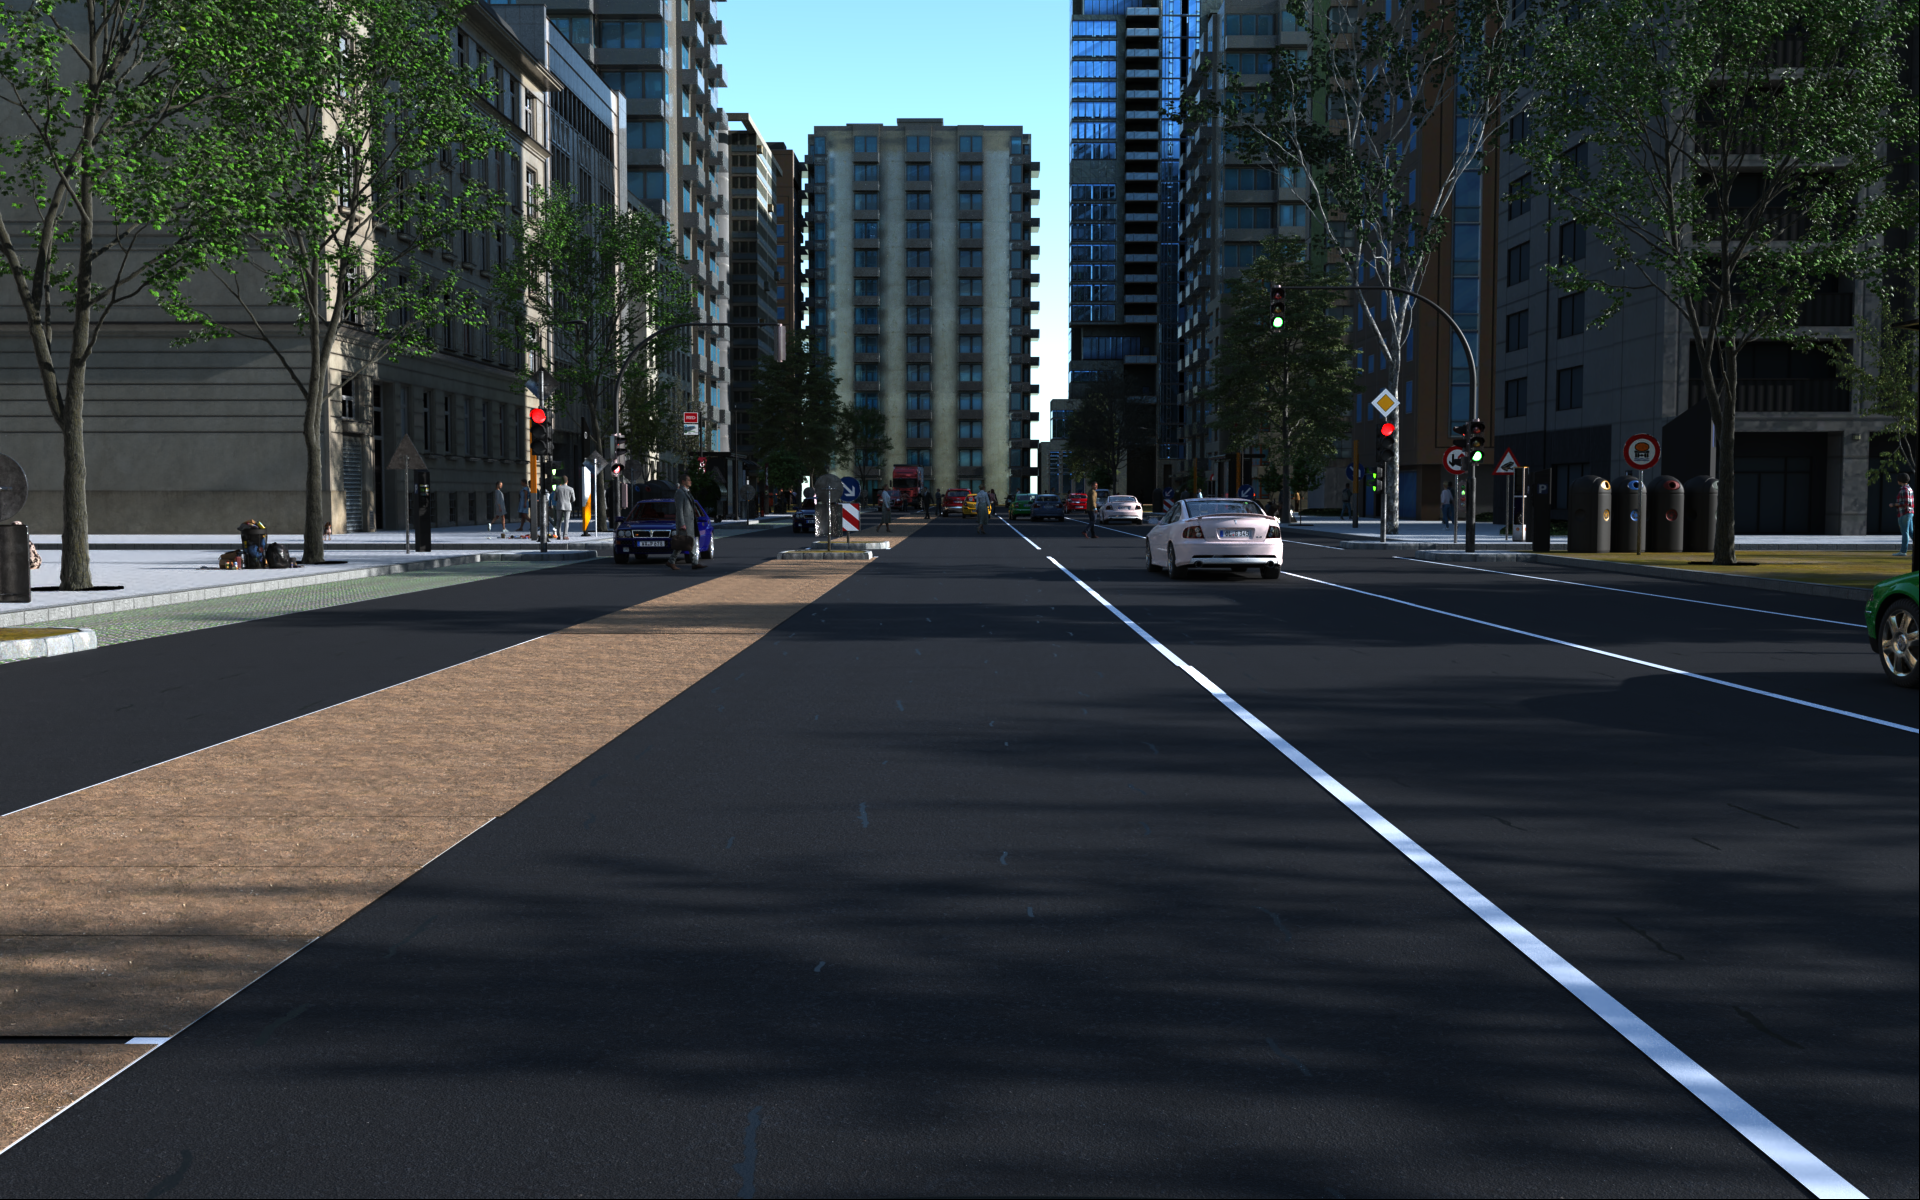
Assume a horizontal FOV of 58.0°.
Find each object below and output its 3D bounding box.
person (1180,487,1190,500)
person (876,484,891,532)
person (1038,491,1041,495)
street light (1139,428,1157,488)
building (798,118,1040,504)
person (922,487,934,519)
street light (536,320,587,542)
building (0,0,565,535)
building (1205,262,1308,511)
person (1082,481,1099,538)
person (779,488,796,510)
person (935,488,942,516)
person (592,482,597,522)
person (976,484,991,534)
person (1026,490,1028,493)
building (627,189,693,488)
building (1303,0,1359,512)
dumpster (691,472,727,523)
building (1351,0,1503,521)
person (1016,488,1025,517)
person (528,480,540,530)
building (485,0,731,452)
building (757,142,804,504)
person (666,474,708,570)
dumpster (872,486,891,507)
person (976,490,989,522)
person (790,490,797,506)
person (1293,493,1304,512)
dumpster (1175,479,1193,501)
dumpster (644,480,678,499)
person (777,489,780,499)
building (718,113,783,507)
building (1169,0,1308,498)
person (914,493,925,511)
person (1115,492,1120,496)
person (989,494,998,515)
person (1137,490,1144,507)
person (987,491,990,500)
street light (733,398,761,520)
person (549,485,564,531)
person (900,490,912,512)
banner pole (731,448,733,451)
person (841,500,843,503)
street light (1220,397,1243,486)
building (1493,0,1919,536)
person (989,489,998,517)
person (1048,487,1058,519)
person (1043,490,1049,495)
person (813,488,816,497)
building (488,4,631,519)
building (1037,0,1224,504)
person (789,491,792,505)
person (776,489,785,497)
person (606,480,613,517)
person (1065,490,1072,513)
[{"bbox_3d":[11.908,-5.094,91.971,0.592,1.802,0.473,0,4,-5],"label":"person"},{"bbox_3d":[-2.823,-3.410,64.475,0.641,1.798,0.478,1,4,19],"label":"person"},{"bbox_3d":[7.751,-9.850,170.263,1.217,1.735,0.721,1,4,14],"label":"person"},{"bbox_3d":[13.190,-9.087,121.121,1.470,5.913,1.316,0,4,0],"label":"street light"},{"bbox_3d":[-5.143,-36.934,223.486,30.456,49.044,23.786,0,4,0],"label":"building"},{"bbox_3d":[-1.914,-5.511,98.387,0.659,1.850,0.755,3,4,37],"label":"person"},{"bbox_3d":[-10.646,-4.513,46.324,1.470,5.913,1.316,0,4,0],"label":"street light"},{"bbox_3d":[-27.033,-14.375,68.323,16.112,22.955,30.059,0,4,0],"label":"building"},{"bbox_3d":[36.226,-18.267,143.699,27.650,21.520,28.899,0,4,0],"label":"building"},{"bbox_3d":[4.270,-2.917,56.099,0.836,1.842,0.656,-3,5,-44],"label":"person"},{"bbox_3d":[-13.509,-7.925,135.249,1.348,1.869,0.705,0,4,-7],"label":"person"},{"bbox_3d":[-1.329,-6.408,113.440,0.590,1.801,0.661,1,4,23],"label":"person"},{"bbox_3d":[-16.376,-4.421,78.338,0.620,1.820,0.660,0,4,0],"label":"person"},{"bbox_3d":[0.785,-3.280,62.348,0.478,1.798,0.641,3,5,41],"label":"person"},{"bbox_3d":[6.087,-9.125,157.696,1.348,1.824,0.705,-2,4,-28],"label":"person"},{"bbox_3d":[-23.952,-15.762,112.457,10.420,20.320,16.860,0,4,0],"label":"building"},{"bbox_3d":[29.074,-26.095,110.246,14.154,41.232,14.086,0,4,0],"label":"building"},{"bbox_3d":[-11.283,-4.580,77.381,1.502,2.255,1.985,0,4,0],"label":"dumpster"},{"bbox_3d":[28.632,-26.784,88.022,14.600,45.320,14.200,0,4,0],"label":"building"},{"bbox_3d":[3.724,-6.065,107.762,0.850,1.850,0.679,3,4,37],"label":"person"},{"bbox_3d":[-15.183,-3.387,61.774,0.623,1.781,0.721,3,5,43],"label":"person"},{"bbox_3d":[-30.362,-31.579,135.919,23.786,49.044,30.456,0,4,0],"label":"building"},{"bbox_3d":[-27.495,-34.842,219.782,14.200,45.320,14.600,0,4,0],"label":"building"},{"bbox_3d":[-5.183,-1.481,32.811,0.767,1.812,0.694,0,4,3],"label":"person"},{"bbox_3d":[-8.208,-10.780,181.208,1.985,2.255,1.502,0,4,-1],"label":"dumpster"},{"bbox_3d":[1.125,-4.773,86.317,0.659,1.850,0.755,-3,5,-43],"label":"person"},{"bbox_3d":[-17.504,-10.738,182.555,0.756,1.711,0.436,-1,4,-10],"label":"person"},{"bbox_3d":[24.051,-7.174,123.432,0.705,1.812,1.348,3,5,43],"label":"person"},{"bbox_3d":[15.161,-6.890,115.146,1.502,2.255,1.985,0,4,0],"label":"dumpster"},{"bbox_3d":[-12.336,-3.990,71.000,1.264,1.857,1.865,0,4,1],"label":"dumpster"},{"bbox_3d":[-17.076,-9.604,163.165,0.705,1.812,1.348,0,4,-2],"label":"person"},{"bbox_3d":[-30.535,-29.436,173.165,23.993,40.220,32.217,0,4,0],"label":"building"},{"bbox_3d":[33.800,-33.816,172.497,23.786,49.044,30.456,0,4,0],"label":"building"},{"bbox_3d":[-3.209,-8.492,146.979,1.348,1.869,0.705,0,4,-8],"label":"person"},{"bbox_3d":[13.821,-8.806,153.256,0.697,1.427,0.421,3,5,43],"label":"person"},{"bbox_3d":[2.126,-6.280,111.594,0.576,1.772,0.534,-2,4,-33],"label":"person"},{"bbox_3d":[18.022,-10.147,172.668,0.721,1.735,1.217,3,5,40],"label":"person"},{"bbox_3d":[2.468,-8.837,153.792,0.445,1.727,0.742,-1,4,-19],"label":"person"},{"bbox_3d":[-10.355,-6.833,84.268,1.470,5.913,1.316,0,4,0],"label":"street light"},{"bbox_3d":[-12.746,-2.959,54.772,0.444,1.785,0.601,-3,5,-44],"label":"person"},{"bbox_3d":[-4.398,-8.031,140.521,1.217,1.736,0.721,2,4,31],"label":"person"},{"bbox_3d":[-12.290,-6.418,94.958,0.863,3.779,0.401,2,4,32],"label":"banner pole"},{"bbox_3d":[-13.676,-11.783,198.560,0.599,1.838,0.709,-2,4,-29],"label":"person"},{"bbox_3d":[12.941,-6.741,82.757,1.470,5.913,1.316,0,4,0],"label":"street light"},{"bbox_3d":[32.808,-38.111,61.362,20.611,71.187,20.563,0,4,0],"label":"building"},{"bbox_3d":[2.010,-5.980,106.867,0.593,1.750,0.643,3,5,44],"label":"person"},{"bbox_3d":[5.309,-5.501,98.544,0.767,1.812,0.694,2,4,26],"label":"person"},{"bbox_3d":[8.692,-10.214,175.508,1.348,1.823,0.705,0,4,1],"label":"person"},{"bbox_3d":[-10.410,-7.082,122.510,0.621,1.740,0.551,1,4,17],"label":"person"},{"bbox_3d":[-25.939,-16.878,93.971,12.078,24.808,19.932,0,4,0],"label":"building"},{"bbox_3d":[25.580,-55.587,221.525,31.000,86.520,22.319,0,4,0],"label":"building"},{"bbox_3d":[-19.360,-11.701,198.152,0.445,1.727,0.742,-3,5,-40],"label":"person"},{"bbox_3d":[-15.135,-8.525,145.957,0.750,1.759,0.617,-2,4,-35],"label":"person"},{"bbox_3d":[-13.879,-3.864,69.179,0.622,1.834,0.822,1,4,9],"label":"person"},{"bbox_3d":[8.506,-7.621,133.831,1.217,1.735,0.721,-3,4,-37],"label":"person"}]
